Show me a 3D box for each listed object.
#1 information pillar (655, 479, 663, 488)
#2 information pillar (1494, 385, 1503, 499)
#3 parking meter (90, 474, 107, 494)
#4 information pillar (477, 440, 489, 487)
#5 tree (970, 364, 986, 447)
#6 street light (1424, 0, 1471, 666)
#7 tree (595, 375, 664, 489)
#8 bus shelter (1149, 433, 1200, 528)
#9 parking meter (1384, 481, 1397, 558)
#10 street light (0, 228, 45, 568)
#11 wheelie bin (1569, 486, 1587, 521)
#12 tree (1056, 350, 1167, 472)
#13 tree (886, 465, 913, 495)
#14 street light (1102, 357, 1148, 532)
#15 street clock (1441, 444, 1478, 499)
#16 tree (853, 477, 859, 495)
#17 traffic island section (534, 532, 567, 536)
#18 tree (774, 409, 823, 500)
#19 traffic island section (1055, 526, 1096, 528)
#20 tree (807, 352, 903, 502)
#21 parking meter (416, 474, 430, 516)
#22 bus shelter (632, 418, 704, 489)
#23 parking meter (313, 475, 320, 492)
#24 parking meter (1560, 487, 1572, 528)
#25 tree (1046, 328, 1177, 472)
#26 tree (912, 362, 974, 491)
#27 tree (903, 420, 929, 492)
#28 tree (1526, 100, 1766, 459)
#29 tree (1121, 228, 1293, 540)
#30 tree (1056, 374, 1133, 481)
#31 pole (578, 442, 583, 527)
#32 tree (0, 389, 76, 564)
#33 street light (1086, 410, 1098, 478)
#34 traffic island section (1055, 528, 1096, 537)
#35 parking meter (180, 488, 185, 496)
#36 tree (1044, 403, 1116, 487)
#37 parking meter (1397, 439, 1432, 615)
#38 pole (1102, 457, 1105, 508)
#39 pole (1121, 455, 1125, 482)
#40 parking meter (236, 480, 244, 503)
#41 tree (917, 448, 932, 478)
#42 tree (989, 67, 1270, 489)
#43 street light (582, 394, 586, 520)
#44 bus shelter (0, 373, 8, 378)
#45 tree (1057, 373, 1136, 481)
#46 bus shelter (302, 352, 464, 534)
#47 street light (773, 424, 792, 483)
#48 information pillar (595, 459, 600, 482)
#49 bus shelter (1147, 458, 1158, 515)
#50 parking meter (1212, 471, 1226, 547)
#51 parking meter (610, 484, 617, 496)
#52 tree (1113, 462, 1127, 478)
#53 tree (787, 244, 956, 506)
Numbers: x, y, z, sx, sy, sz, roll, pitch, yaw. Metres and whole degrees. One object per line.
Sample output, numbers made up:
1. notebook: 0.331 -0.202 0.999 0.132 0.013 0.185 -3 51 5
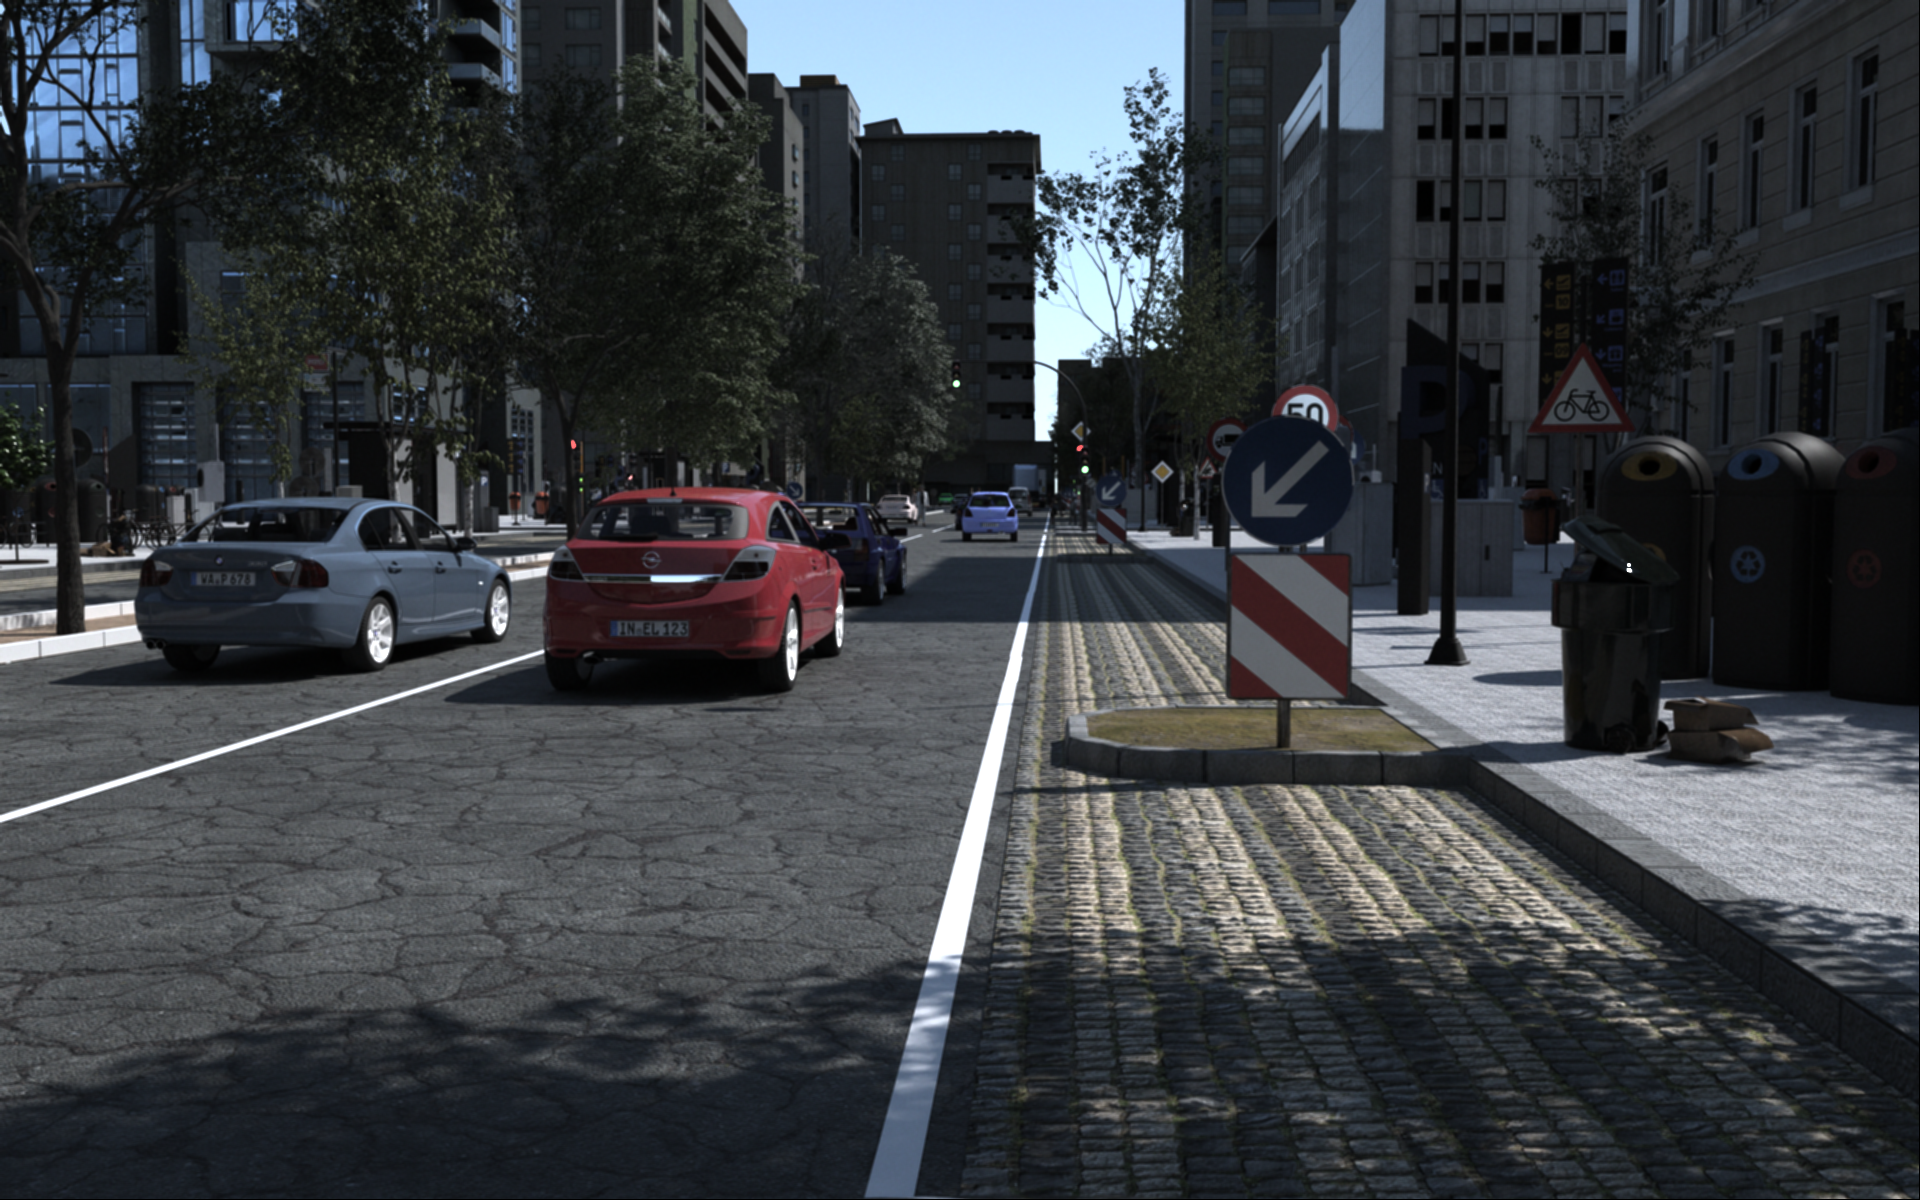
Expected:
1. information pillar: -14.200 -4.732 81.859 0.304 2.012 0.304 -2 4 -26
2. information pillar: 11.700 -2.832 37.653 0.183 3.616 0.504 1 4 10
3. parking meter: -24.755 -2.696 49.792 0.399 1.863 0.255 -3 5 -41
4. information pillar: -20.566 -5.101 74.752 0.504 3.616 0.183 1 4 14
5. tree: -3.306 -12.476 116.807 12.009 13.543 11.850 0 3 0
6. street light: 3.146 -2.472 12.954 1.470 5.913 1.316 0 4 3
7. tree: -14.785 -7.742 76.941 4.737 8.622 4.395 0 3 0
8. bus shelter: 8.580 -4.769 69.257 1.731 3.624 6.357 0 4 3
9. parking meter: 8.598 -1.615 34.820 0.372 1.533 0.369 0 3 0
10. street light: -16.340 -3.510 29.926 1.470 5.913 1.316 0 4 3
11. wheelie bin: 23.536 -3.568 66.243 0.693 1.594 0.980 -1 4 -23
12. tree: 9.859 -10.855 111.896 7.601 10.594 8.767 -1 4 -9
13. tree: -9.530 -13.866 161.125 7.601 10.594 8.767 -2 4 -27
14. street light: 5.663 -5.265 58.625 1.470 5.913 1.316 0 4 3
15. street clock: 7.179 -1.245 24.931 0.471 2.002 0.358 -1 4 -9
16. tree: -10.293 -10.979 174.109 1.663 3.219 1.824 0 3 0
17. traffic island section: -13.322 -2.294 59.787 2.009 0.180 2.903 0 4 3
18. tree: -12.112 -10.968 129.694 4.360 8.622 3.978 0 3 0
19. traffic island section: 4.677 -2.723 66.802 2.009 0.180 2.903 0 4 3
20. tree: -5.205 -7.884 81.715 4.737 8.622 4.395 0 3 0
21. parking meter: -15.478 -2.703 49.909 0.255 1.863 0.399 -3 5 -41
22. bus shelter: -14.823 -6.708 87.311 2.179 5.291 8.768 0 4 3
23. parking meter: -20.242 -2.967 54.224 0.255 1.863 0.399 1 4 17
24. parking meter: 22.846 -3.479 65.289 0.372 1.533 0.369 0 3 0
25. tree: 10.977 -13.304 127.884 12.009 13.543 11.850 0 3 0
26. tree: -2.751 -12.283 129.042 9.928 11.665 9.643 0 3 0
27. tree: -3.758 -9.445 107.249 4.737 8.622 4.395 0 3 0
28. tree: 12.504 -5.036 32.698 4.360 8.622 3.978 0 3 0
29. tree: 6.725 -5.970 47.975 4.737 8.622 4.395 0 3 0
30. tree: 12.076 -13.639 148.754 9.928 11.665 9.643 0 3 0
31. pole: -14.744 -4.491 67.263 0.158 3.312 0.155 0 3 0
32. tree: -17.576 -2.287 32.000 1.663 3.219 1.824 0 3 0
33. street light: 7.616 -7.531 95.666 1.470 5.913 1.316 0 4 3
34. traffic island section: 4.243 -2.235 58.829 2.009 0.180 2.903 0 4 3
35. parking meter: -30.690 -3.685 68.665 0.372 1.533 0.369 0 3 0
36. tree: 15.518 -19.088 218.739 9.857 13.997 8.962 0 3 0
37. parking meter: 4.845 -0.780 18.461 0.255 1.863 0.399 2 4 30
38. pole: 7.886 -6.180 94.886 0.158 3.312 0.155 0 3 0
39. pole: 8.577 -5.949 91.112 0.158 3.312 0.155 0 3 0
40. parking meter: -30.300 -4.109 72.901 0.255 1.863 0.399 -1 4 -12
41. tree: -7.522 -17.307 217.375 8.767 10.594 7.601 -2 4 -25
42. tree: 7.692 -13.695 79.803 12.611 20.169 13.585 0 3 0
43. street light: -14.257 -5.840 68.024 1.470 5.913 1.316 0 4 3
44. bus shelter: -19.668 -2.431 31.038 1.731 3.624 6.357 0 4 3
45. tree: 12.739 -14.934 162.294 7.486 12.596 7.792 0 3 0
46. bus shelter: -17.291 -4.519 51.521 2.179 5.291 8.768 0 4 3
47. street light: -11.746 -8.647 113.926 1.470 5.913 1.316 0 4 3
48. information pillar: -24.368 -7.676 116.850 0.504 3.616 0.183 -1 4 -22
49. bus shelter: 10.987 -5.958 91.343 2.014 3.302 5.546 0 4 3
50. parking meter: 6.307 -2.212 41.871 0.399 1.863 0.255 -3 5 -40
51. parking meter: -20.740 -5.996 103.748 0.399 1.863 0.255 0 4 0
52. tree: 9.536 -6.716 104.400 1.663 3.219 1.824 0 3 0
53. tree: -5.027 -10.998 88.936 9.857 13.997 8.962 0 3 0
